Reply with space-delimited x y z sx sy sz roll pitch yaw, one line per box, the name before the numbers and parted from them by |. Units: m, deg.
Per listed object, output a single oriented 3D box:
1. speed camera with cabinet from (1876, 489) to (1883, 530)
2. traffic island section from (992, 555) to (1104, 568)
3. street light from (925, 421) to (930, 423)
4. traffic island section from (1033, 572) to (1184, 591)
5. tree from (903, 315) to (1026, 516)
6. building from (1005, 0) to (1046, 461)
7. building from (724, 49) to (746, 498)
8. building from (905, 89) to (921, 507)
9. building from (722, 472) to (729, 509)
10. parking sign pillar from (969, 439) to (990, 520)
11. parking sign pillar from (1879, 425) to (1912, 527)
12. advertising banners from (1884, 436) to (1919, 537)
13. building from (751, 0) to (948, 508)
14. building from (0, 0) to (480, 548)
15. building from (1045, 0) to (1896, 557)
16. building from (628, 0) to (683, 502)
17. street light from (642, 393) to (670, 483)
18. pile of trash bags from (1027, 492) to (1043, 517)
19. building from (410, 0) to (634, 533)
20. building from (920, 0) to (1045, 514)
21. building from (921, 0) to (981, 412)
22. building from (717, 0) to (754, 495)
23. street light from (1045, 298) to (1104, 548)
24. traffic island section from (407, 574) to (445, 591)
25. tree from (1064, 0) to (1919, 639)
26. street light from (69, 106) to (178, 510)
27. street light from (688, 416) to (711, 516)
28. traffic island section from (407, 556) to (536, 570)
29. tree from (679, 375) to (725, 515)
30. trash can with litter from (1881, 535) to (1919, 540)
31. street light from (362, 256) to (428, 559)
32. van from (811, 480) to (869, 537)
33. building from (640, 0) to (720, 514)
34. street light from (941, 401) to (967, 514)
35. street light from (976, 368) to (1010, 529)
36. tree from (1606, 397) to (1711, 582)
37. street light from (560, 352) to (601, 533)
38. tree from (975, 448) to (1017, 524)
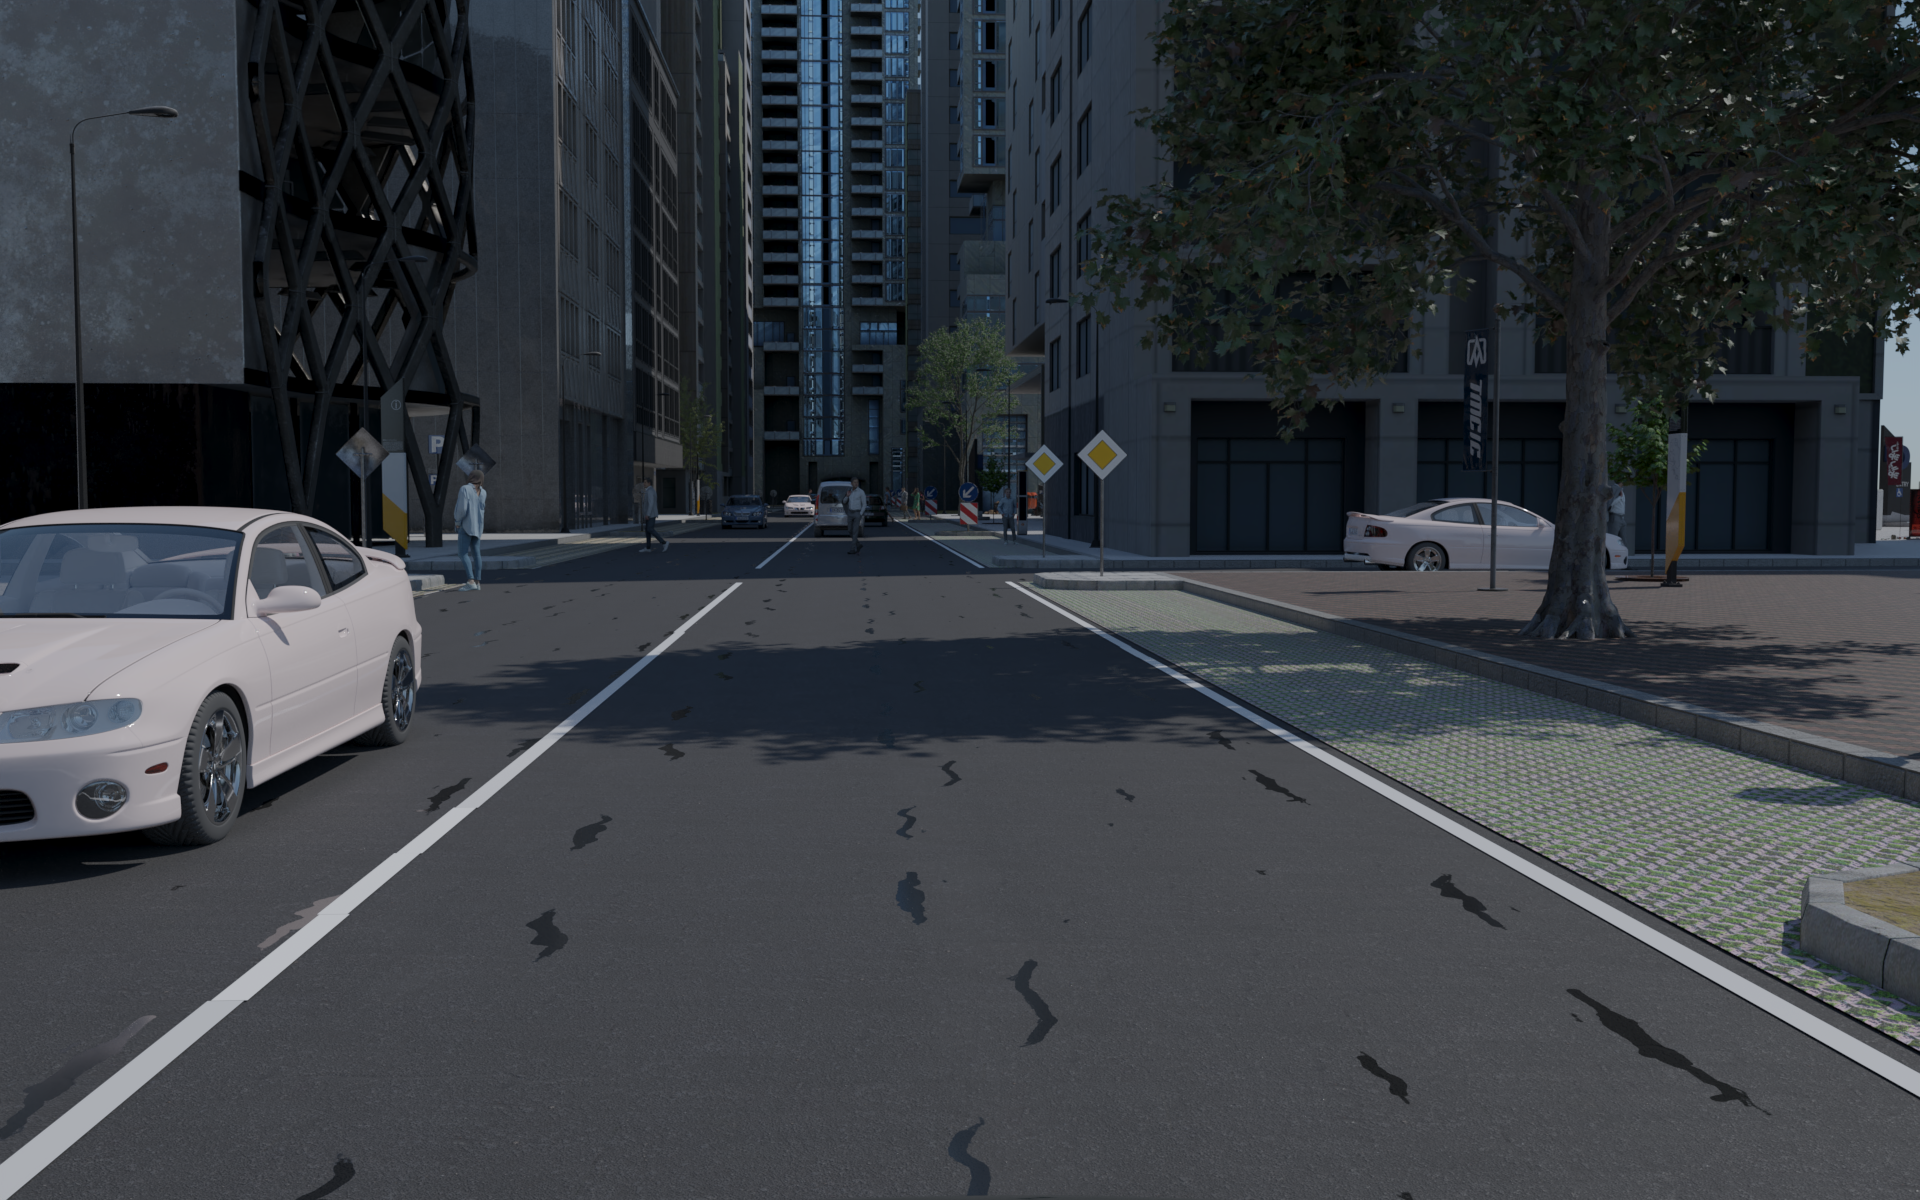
speed camera with cabinet | 31.741 -4.076 60.973 2.038 3.252 0.660 -3 4 -36
traffic island section | 1.712 -0.774 34.938 2.009 0.180 2.903 0 4 -4
street light | -1.532 -8.402 109.918 1.470 5.913 1.316 0 4 -4
traffic island section | 2.225 -0.287 26.970 2.009 0.180 2.903 0 4 -4
tree | 0.164 -10.693 100.586 9.928 11.665 9.643 0 3 0
building | 16.625 -30.000 79.733 28.713 52.752 27.495 0 4 -4
building | -26.728 -28.793 154.356 14.154 41.232 14.086 0 4 -4
building | 1.344 -30.296 178.940 14.154 41.232 14.086 0 4 -4
building | -34.549 -27.032 133.857 32.217 40.220 23.993 0 4 -4
parking sign pillar | 0.767 -5.902 84.975 1.447 3.967 1.447 -1 4 -13
parking sign pillar | 36.609 -4.852 67.794 1.447 3.967 1.447 -2 4 -25
advertising banners | 28.789 -3.409 51.918 0.090 3.025 2.074 -3 5 -45
building | -17.770 -54.430 202.601 31.000 86.520 22.319 0 4 -4
building | -20.657 -10.655 41.659 16.820 18.784 16.811 0 4 -4
building | 13.507 -37.042 43.882 20.611 71.187 20.563 0 4 -4
building | -22.431 -18.014 88.044 14.314 27.812 24.014 0 4 -4
street light | -14.040 -6.553 79.686 1.470 5.913 1.316 0 4 -4
pile of trash bags | 4.975 -5.606 101.402 1.912 1.369 3.447 2 4 31
building | -19.751 -15.136 65.504 12.078 24.808 19.932 0 4 -4
building | 8.602 -49.783 126.625 22.319 86.520 31.000 0 4 -4
building | 6.931 -37.648 157.545 21.231 58.520 28.212 0 4 -4
building | -35.031 -38.562 172.495 28.212 58.520 21.231 0 4 -4
street light | 2.723 -4.202 41.246 1.470 5.913 1.316 0 4 -4
traffic island section | -9.044 -0.243 26.252 2.009 0.180 2.903 0 4 -4
tree | 5.741 -6.016 15.373 9.611 12.733 9.660 0 3 0
street light | -10.071 -2.956 20.878 1.470 5.913 1.316 0 4 -4
street light | -15.397 -7.950 102.530 1.470 5.913 1.316 0 4 -4
traffic island section | -9.556 -0.730 34.221 2.009 0.180 2.903 0 4 -4
tree | -16.391 -9.544 106.407 4.737 8.622 4.395 0 3 0
trash can with litter | 26.878 -2.306 48.754 2.233 1.210 1.678 0 4 -4
street light | -11.065 -3.752 33.880 1.470 5.913 1.316 0 4 -4
van | -4.101 -3.178 58.967 2.013 2.044 4.112 0 4 -3
building | -23.500 -26.393 115.121 14.154 41.232 14.086 0 4 -4
street light | -0.222 -6.996 86.919 1.470 5.913 1.316 0 4 -4
street light | 1.277 -5.599 64.084 1.470 5.913 1.316 0 4 -4
tree | 10.419 -1.903 25.711 1.663 3.219 1.824 0 3 0
street light | -12.424 -5.149 56.724 1.470 5.913 1.316 0 4 -4
tree | 1.338 -4.854 73.968 1.663 3.219 1.824 0 3 0
